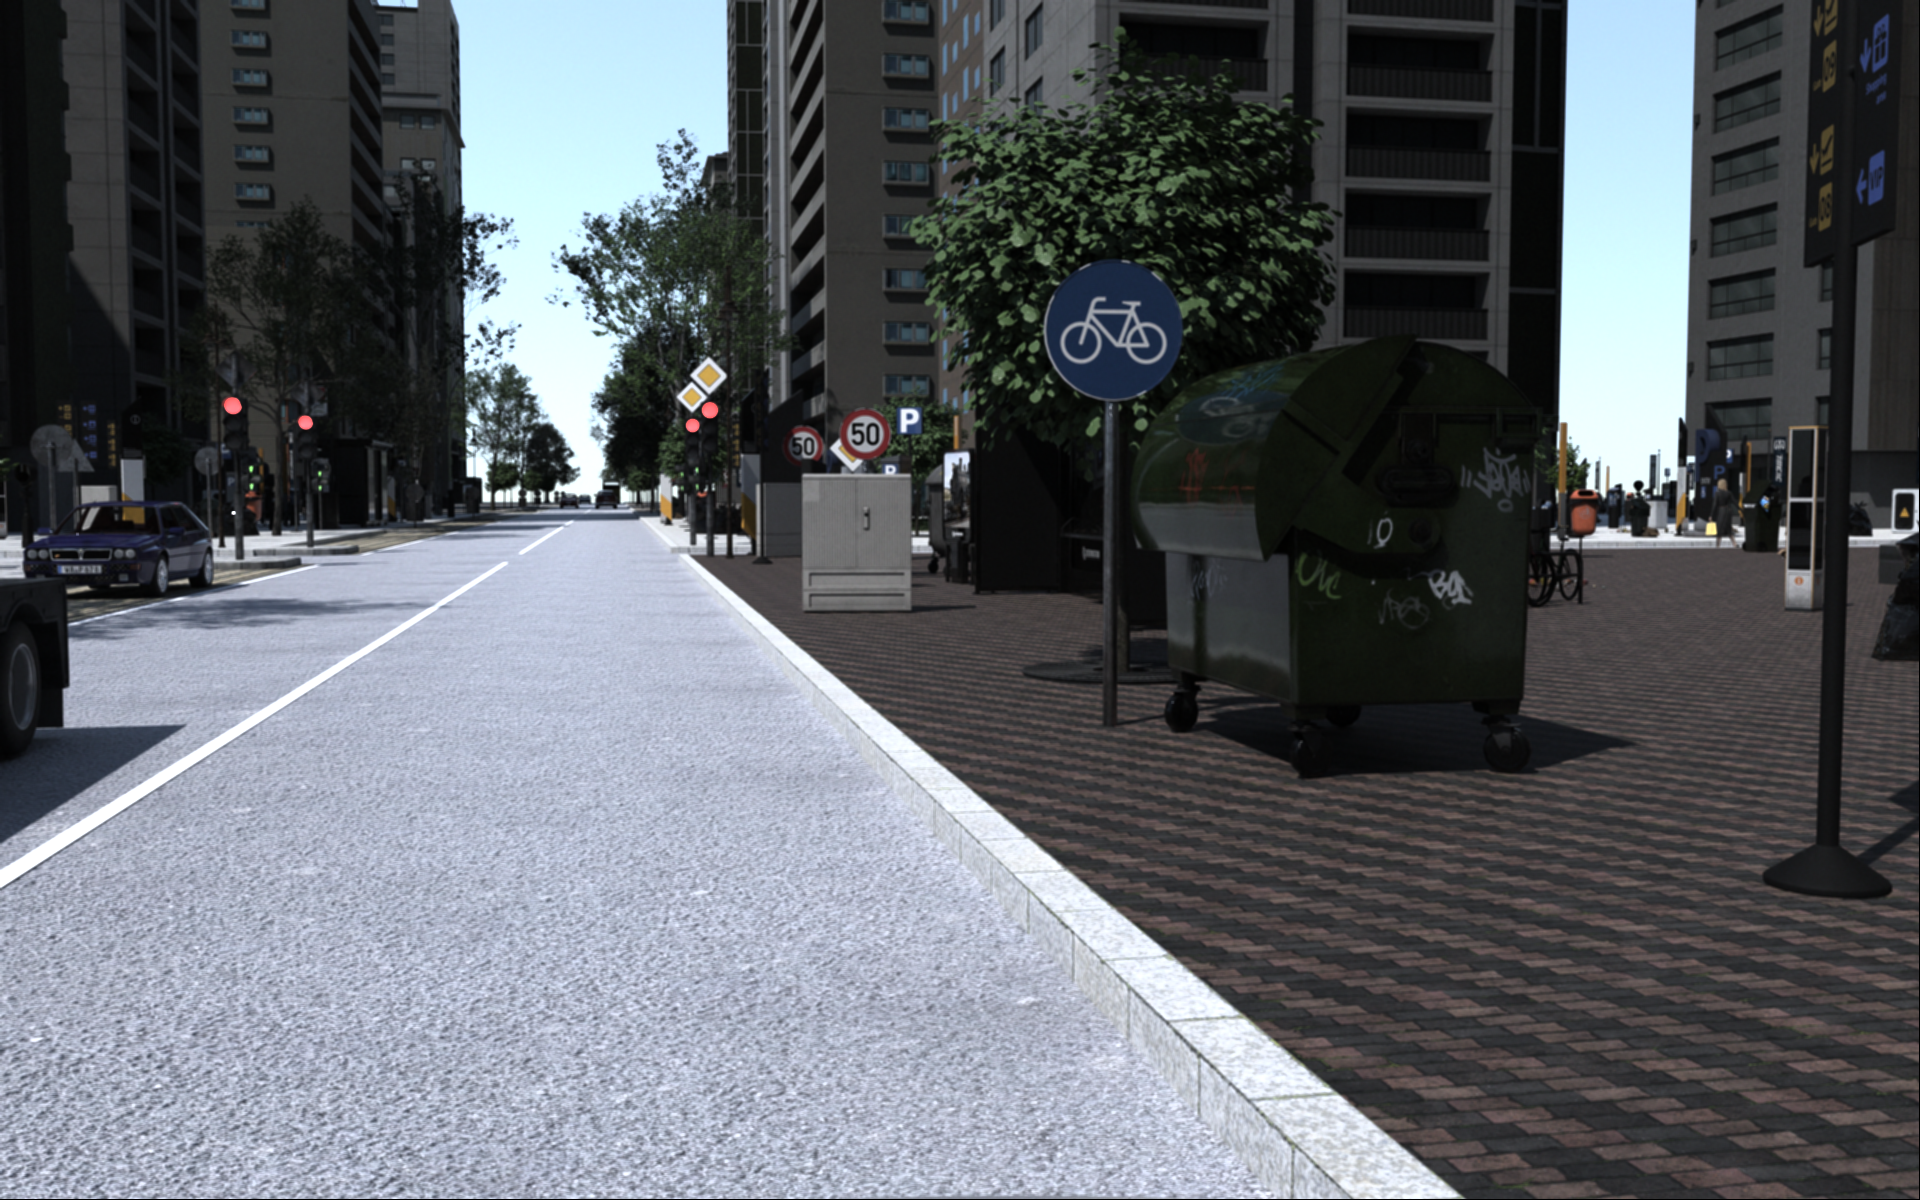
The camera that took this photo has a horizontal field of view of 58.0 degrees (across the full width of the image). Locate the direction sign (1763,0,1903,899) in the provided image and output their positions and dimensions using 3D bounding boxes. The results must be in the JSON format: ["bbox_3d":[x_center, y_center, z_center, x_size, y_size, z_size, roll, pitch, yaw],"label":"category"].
[{"bbox_3d":[2.838,-0.830,5.565,0.379,3.537,0.876,1,4,12],"label":"direction sign"}]

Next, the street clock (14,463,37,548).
[{"bbox_3d":[-22.144,-2.234,41.103,0.471,2.002,0.358,1,4,17],"label":"street clock"}]

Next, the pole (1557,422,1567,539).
[{"bbox_3d":[17.182,-3.398,49.396,0.158,3.312,0.155,0,3,0],"label":"pole"}]

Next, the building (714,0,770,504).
[{"bbox_3d":[-21.401,-48.143,225.389,20.563,71.187,20.611,-1,4,-11],"label":"building"}]

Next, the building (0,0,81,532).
[{"bbox_3d":[-37.665,-17.289,54.372,14.160,30.474,14.107,-1,4,-11],"label":"building"}]

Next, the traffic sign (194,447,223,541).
[{"bbox_3d":[-20.242,-2.849,46.682,0.768,2.556,0.104,0,4,-3],"label":"traffic sign"}]

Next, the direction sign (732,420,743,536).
[{"bbox_3d":[-6.686,-3.745,53.231,0.876,3.537,0.379,3,4,39],"label":"direction sign"}]

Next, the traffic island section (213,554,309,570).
[{"bbox_3d":[-14.066,-0.703,33.780,2.009,0.180,2.903,-1,4,-11],"label":"traffic island section"}]

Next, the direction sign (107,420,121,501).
[{"bbox_3d":[-25.691,-3.727,52.940,0.876,3.537,0.379,1,4,22],"label":"direction sign"}]

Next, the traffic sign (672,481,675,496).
[{"bbox_3d":[-19.267,-7.079,115.842,0.768,2.556,0.104,-1,4,-11],"label":"traffic sign"}]

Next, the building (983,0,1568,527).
[{"bbox_3d":[12.971,-38.354,65.347,20.611,71.187,20.563,-1,4,-11],"label":"building"}]

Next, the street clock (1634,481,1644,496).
[{"bbox_3d":[36.363,-5.399,92.848,0.471,2.002,0.358,3,4,37],"label":"street clock"}]

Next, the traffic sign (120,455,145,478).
[{"bbox_3d":[-21.539,-2.630,45.128,0.606,2.300,0.079,-1,4,-11],"label":"traffic sign"}]

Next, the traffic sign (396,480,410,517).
[{"bbox_3d":[-28.230,-5.355,87.556,0.884,2.594,0.081,-1,4,-9],"label":"traffic sign"}]

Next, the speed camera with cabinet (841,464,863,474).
[{"bbox_3d":[-2.719,-3.706,54.934,2.038,3.252,0.660,-1,4,-23],"label":"speed camera with cabinet"}]

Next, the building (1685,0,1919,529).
[{"bbox_3d":[38.704,-18.073,67.202,14.107,30.474,14.160,-1,4,-11],"label":"building"}]

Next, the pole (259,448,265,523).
[{"bbox_3d":[-30.909,-5.068,76.700,0.158,3.312,0.155,0,3,0],"label":"pole"}]

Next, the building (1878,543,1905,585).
[{"bbox_3d":[24.768,-28.879,14.166,21.231,58.520,28.212,-1,4,-11],"label":"building"}]

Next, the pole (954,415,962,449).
[{"bbox_3d":[-0.055,-3.131,45.033,0.158,3.312,0.155,0,3,0],"label":"pole"}]

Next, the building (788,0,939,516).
[{"bbox_3d":[0.829,-29.727,109.737,21.300,48.544,21.600,-1,4,-11],"label":"building"}]

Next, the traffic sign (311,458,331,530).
[{"bbox_3d":[-22.541,-3.724,60.989,0.768,2.556,0.104,0,4,-2],"label":"traffic sign"}]

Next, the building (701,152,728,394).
[{"bbox_3d":[-24.462,-41.295,264.417,28.713,52.752,27.495,-1,4,-11],"label":"building"}]

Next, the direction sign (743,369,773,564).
[{"bbox_3d":[-3.640,-2.435,31.805,0.379,3.537,0.876,0,4,8],"label":"direction sign"}]

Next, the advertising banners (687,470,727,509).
[{"bbox_3d":[-11.316,-5.035,78.507,2.074,3.025,0.090,0,4,2],"label":"advertising banners"}]

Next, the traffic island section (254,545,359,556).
[{"bbox_3d":[-15.625,-1.182,41.612,2.009,0.180,2.903,-1,4,-11],"label":"traffic island section"}]

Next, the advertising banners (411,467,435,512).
[{"bbox_3d":[-35.051,-7.196,113.839,2.074,3.025,0.090,0,4,5],"label":"advertising banners"}]

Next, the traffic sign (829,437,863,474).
[{"bbox_3d":[-1.791,-1.693,28.866,0.795,2.450,0.064,-1,4,-11],"label":"traffic sign"}]

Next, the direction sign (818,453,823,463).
[{"bbox_3d":[-6.000,-4.931,72.613,0.379,3.537,0.876,2,4,31],"label":"direction sign"}]

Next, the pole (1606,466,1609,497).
[{"bbox_3d":[46.781,-8.029,125.111,0.158,3.312,0.155,0,3,0],"label":"pole"}]

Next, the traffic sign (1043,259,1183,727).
[{"bbox_3d":[0.831,-0.575,9.510,0.768,2.556,0.104,0,4,-5],"label":"traffic sign"}]

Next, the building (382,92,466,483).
[{"bbox_3d":[-81.100,-39.192,230.023,28.713,52.752,27.495,-1,4,-11],"label":"building"}]

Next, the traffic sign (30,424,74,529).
[{"bbox_3d":[-16.622,-1.933,31.710,0.768,2.556,0.104,0,4,-4],"label":"traffic sign"}]

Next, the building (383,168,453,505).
[{"bbox_3d":[-70.026,-32.254,210.950,14.154,41.232,14.086,-1,4,-11],"label":"building"}]

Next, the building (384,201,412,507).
[{"bbox_3d":[-61.476,-24.237,167.977,14.160,30.474,14.107,-1,4,-11],"label":"building"}]

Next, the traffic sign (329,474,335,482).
[{"bbox_3d":[-27.103,-4.536,74.162,0.884,2.594,0.081,-1,4,-11],"label":"traffic sign"}]

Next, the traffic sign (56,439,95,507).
[{"bbox_3d":[-20.816,-2.493,40.768,0.884,2.594,0.081,0,4,-2],"label":"traffic sign"}]

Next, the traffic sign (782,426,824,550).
[{"bbox_3d":[-2.930,-1.975,32.395,0.768,2.556,0.104,0,4,-6],"label":"traffic sign"}]

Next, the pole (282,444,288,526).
[{"bbox_3d":[-27.324,-4.663,70.088,0.158,3.312,0.155,0,3,0],"label":"pole"}]

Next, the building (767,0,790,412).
[{"bbox_3d":[-5.970,-37.134,149.139,21.231,58.520,28.212,-1,4,-11],"label":"building"}]

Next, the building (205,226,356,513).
[{"bbox_3d":[-60.026,-17.073,124.190,27.650,21.520,28.899,-1,4,-11],"label":"building"}]

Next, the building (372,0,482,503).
[{"bbox_3d":[-81.557,-49.898,254.078,20.563,71.187,20.611,-1,4,-11],"label":"building"}]

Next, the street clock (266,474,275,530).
[{"bbox_3d":[-24.688,-3.518,62.093,0.358,2.002,0.471,-1,4,-17],"label":"street clock"}]

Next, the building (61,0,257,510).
[{"bbox_3d":[-45.598,-39.336,81.391,20.563,71.187,20.611,-1,4,-11],"label":"building"}]

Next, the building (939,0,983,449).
[{"bbox_3d":[7.041,-26.581,84.711,14.600,45.320,14.200,-1,4,-11],"label":"building"}]

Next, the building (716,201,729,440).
[{"bbox_3d":[-27.071,-34.220,243.094,14.154,41.232,14.086,-1,4,-11],"label":"building"}]

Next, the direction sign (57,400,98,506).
[{"bbox_3d":[-21.323,-3.053,41.911,0.876,3.537,0.379,-1,4,-13],"label":"direction sign"}]

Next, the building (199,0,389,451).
[{"bbox_3d":[-61.884,-32.109,148.691,21.300,48.544,21.600,-1,4,-11],"label":"building"}]

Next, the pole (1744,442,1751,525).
[{"bbox_3d":[31.006,-4.546,68.168,0.158,3.312,0.155,0,3,0],"label":"pole"}]

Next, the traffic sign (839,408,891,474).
[{"bbox_3d":[-1.405,-1.571,25.786,0.768,2.556,0.104,0,4,-3],"label":"traffic sign"}]

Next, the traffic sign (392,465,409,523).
[{"bbox_3d":[-24.887,-4.710,77.119,0.768,2.556,0.104,0,4,-2],"label":"traffic sign"}]
